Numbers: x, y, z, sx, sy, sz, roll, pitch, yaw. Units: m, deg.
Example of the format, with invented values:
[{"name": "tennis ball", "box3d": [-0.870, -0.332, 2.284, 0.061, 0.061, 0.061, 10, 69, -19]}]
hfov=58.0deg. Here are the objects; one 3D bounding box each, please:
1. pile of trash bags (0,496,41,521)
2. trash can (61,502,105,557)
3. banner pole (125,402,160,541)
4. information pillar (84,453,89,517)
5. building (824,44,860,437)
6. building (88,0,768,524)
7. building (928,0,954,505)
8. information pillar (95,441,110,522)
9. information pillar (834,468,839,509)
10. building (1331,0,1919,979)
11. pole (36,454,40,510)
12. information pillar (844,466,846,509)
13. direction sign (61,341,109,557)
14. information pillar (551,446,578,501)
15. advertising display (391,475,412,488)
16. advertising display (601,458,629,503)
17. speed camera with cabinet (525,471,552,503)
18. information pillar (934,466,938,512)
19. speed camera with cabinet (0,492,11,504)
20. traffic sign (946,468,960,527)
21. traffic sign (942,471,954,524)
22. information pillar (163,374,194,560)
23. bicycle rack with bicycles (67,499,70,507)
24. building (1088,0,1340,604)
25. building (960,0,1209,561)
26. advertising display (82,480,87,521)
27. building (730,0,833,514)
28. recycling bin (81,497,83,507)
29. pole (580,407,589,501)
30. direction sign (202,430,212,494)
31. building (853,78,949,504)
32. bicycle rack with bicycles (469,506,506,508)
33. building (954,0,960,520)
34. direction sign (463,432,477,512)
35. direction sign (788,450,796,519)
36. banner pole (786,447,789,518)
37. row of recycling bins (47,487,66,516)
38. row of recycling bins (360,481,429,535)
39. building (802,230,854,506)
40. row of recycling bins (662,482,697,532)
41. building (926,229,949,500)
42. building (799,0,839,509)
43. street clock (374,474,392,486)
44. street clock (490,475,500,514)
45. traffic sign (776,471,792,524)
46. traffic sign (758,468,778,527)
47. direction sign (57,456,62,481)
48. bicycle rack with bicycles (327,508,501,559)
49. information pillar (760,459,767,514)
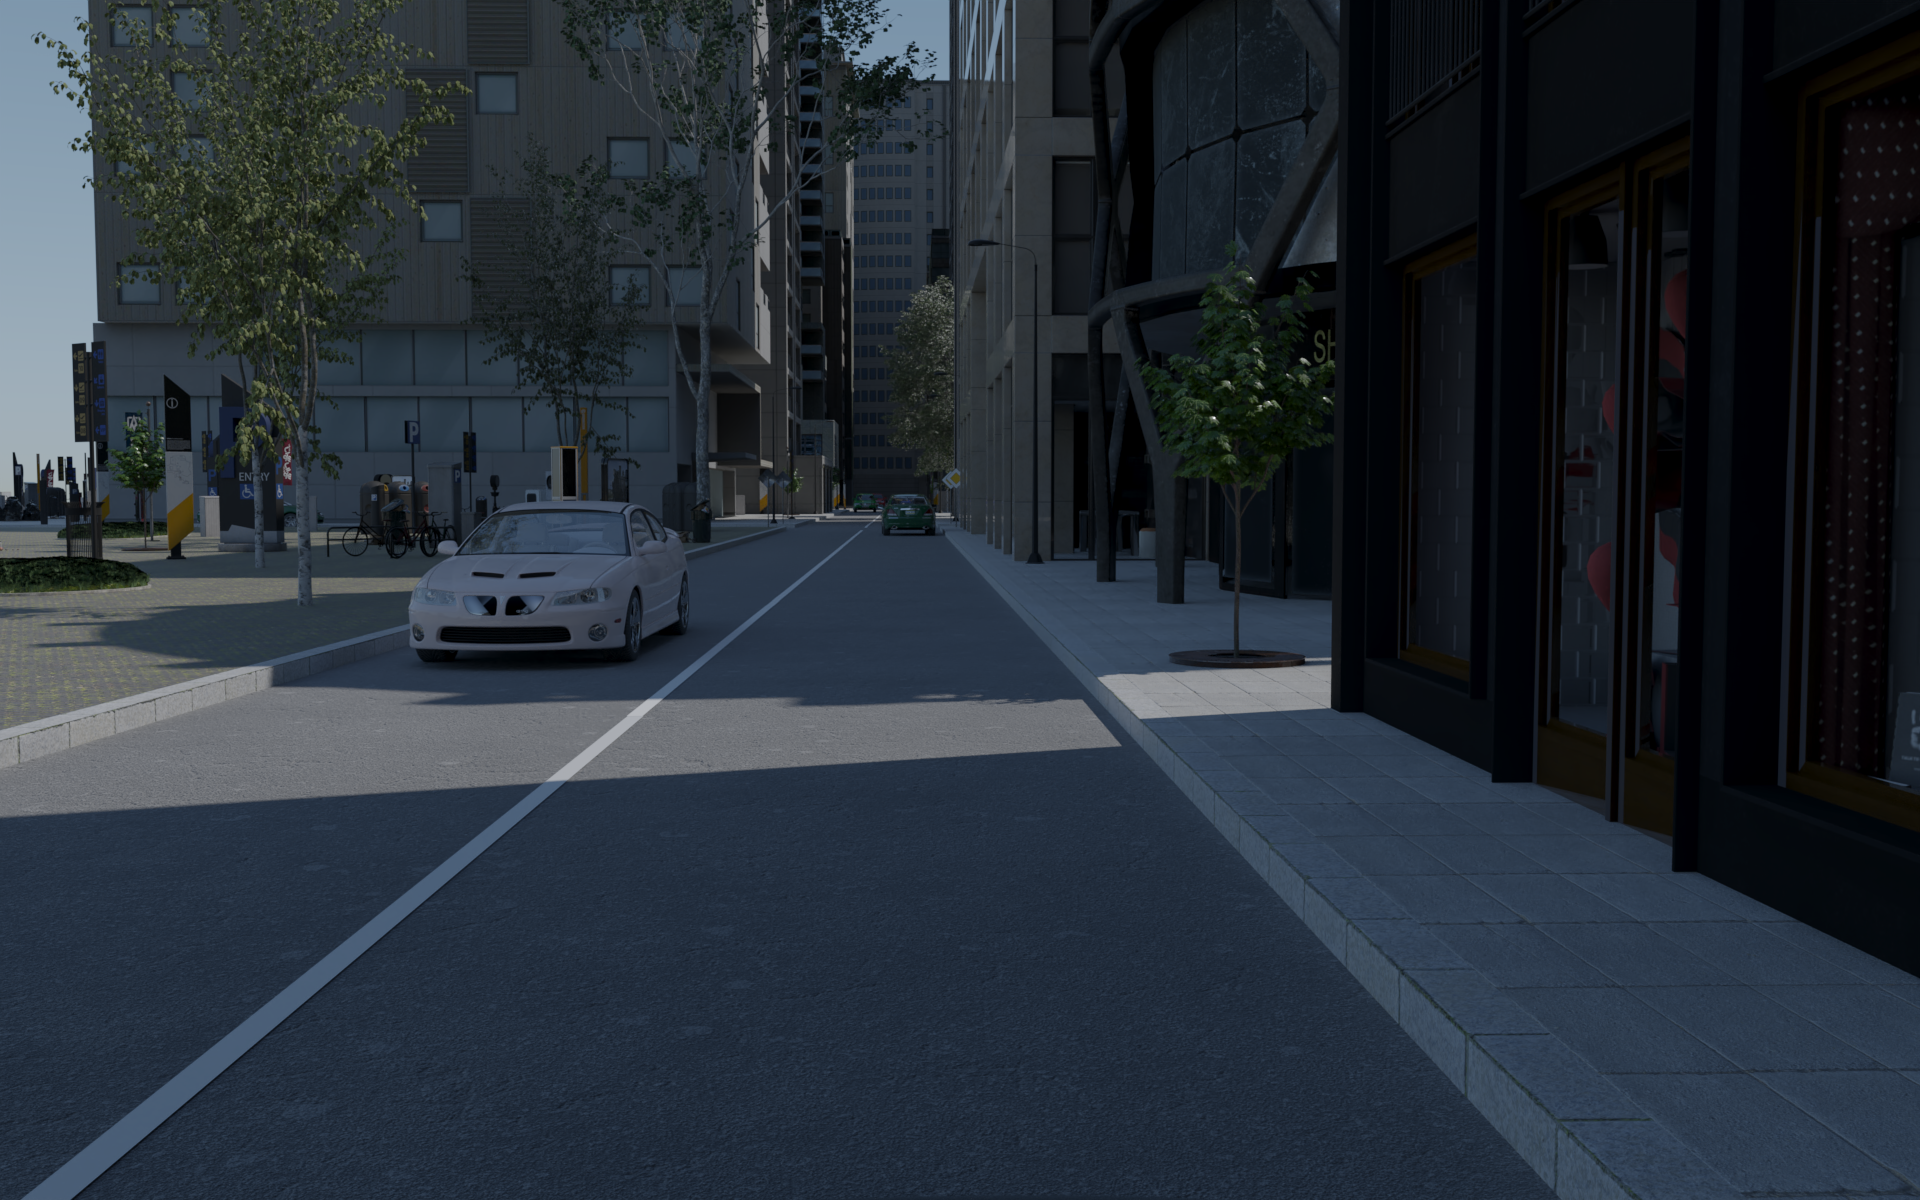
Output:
[{"name": "pile of trash bags", "box3d": [-45.200, -4.386, 81.462, 1.912, 1.369, 3.447, 2, 4, 26]}, {"name": "trash can", "box3d": [-16.340, -1.263, 32.311, 0.748, 1.137, 0.748, 0, 3, 0]}, {"name": "banner pole", "box3d": [-22.113, -3.472, 46.790, 0.401, 3.779, 0.863, 3, 5, 41]}, {"name": "information pillar", "box3d": [-49.501, -6.530, 98.117, 0.183, 3.616, 0.504, -2, 4, -26]}, {"name": "building", "box3d": [-26.235, -37.968, 210.016, 27.495, 52.752, 28.713, 0, 4, -2]}, {"name": "building", "box3d": [-23.828, -30.390, 86.116, 28.713, 52.752, 27.495, 0, 4, -2]}, {"name": "building", "box3d": [7.176, -44.862, 171.749, 20.563, 71.187, 20.611, 0, 4, -2]}, {"name": "information pillar", "box3d": [-31.727, -4.447, 64.065, 0.183, 3.616, 0.504, 2, 4, 24]}, {"name": "information pillar", "box3d": [-10.583, -9.598, 148.284, 0.504, 3.616, 0.183, -1, 4, -11]}, {"name": "building", "box3d": [8.613, -10.538, 1.976, 12.332, 23.373, 15.834, 0, 4, -2]}, {"name": "pole", "box3d": [-46.383, -5.711, 87.220, 0.158, 3.312, 0.155, 0, 3, 0]}, {"name": "information pillar", "box3d": [-9.671, -9.405, 145.133, 0.183, 3.616, 0.504, -1, 4, -13]}, {"name": "direction sign", "box3d": [-12.990, -2.075, 25.925, 0.876, 3.537, 0.379, 2, 4, 34]}, {"name": "information pillar", "box3d": [-6.129, -1.369, 26.879, 0.304, 2.012, 0.304, -3, 5, -41]}, {"name": "advertising display", "box3d": [-18.940, -3.287, 58.960, 0.974, 1.923, 0.123, 2, 4, 26]}, {"name": "advertising display", "box3d": [-6.199, -1.588, 31.176, 0.123, 1.923, 0.974, 1, 4, 12]}, {"name": "speed camera with cabinet", "box3d": [-15.844, -4.401, 66.296, 2.038, 3.252, 0.660, 3, 5, 42]}, {"name": "information pillar", "box3d": [-1.717, -8.044, 122.873, 0.183, 3.616, 0.504, -3, 4, -36]}, {"name": "speed camera with cabinet", "box3d": [-65.739, -7.578, 118.236, 0.660, 3.252, 2.038, 1, 4, 11]}, {"name": "traffic sign", "box3d": [-0.149, -3.873, 66.964, 0.795, 2.450, 0.064, 0, 4, -2]}, {"name": "traffic sign", "box3d": [-0.397, -4.361, 74.945, 0.795, 2.450, 0.064, 0, 4, -2]}, {"name": "information pillar", "box3d": [-15.347, -2.608, 33.997, 0.504, 3.616, 0.183, -2, 4, -32]}, {"name": "bicycle rack with bicycles", "box3d": [-66.269, -7.145, 130.196, 2.852, 0.926, 2.925, -1, 4, -18]}, {"name": "building", "box3d": [10.128, -9.578, 24.050, 16.820, 18.784, 16.811, 0, 4, -2]}, {"name": "building", "box3d": [10.107, -14.986, 49.543, 19.350, 26.468, 34.151, 0, 4, -2]}, {"name": "advertising display", "box3d": [-41.751, -4.736, 82.645, 0.123, 1.923, 0.974, -2, 4, -24]}, {"name": "building", "box3d": [-19.236, -41.557, 117.703, 20.563, 71.187, 20.611, 0, 4, -2]}, {"name": "recycling bin", "box3d": [-67.531, -7.434, 134.094, 0.722, 1.027, 0.722, 0, 3, 0]}, {"name": "pole", "box3d": [-8.860, -2.876, 40.871, 0.158, 3.312, 0.155, 0, 3, 0]}, {"name": "direction sign", "box3d": [-26.907, -4.280, 61.980, 0.379, 3.537, 0.876, -3, 5, -45]}, {"name": "building", "box3d": [-8.355, -42.881, 243.104, 28.212, 58.520, 21.231, 0, 4, -2]}, {"name": "bicycle rack with bicycles", "box3d": [-13.594, -2.290, 50.818, 2.925, 0.926, 2.852, 2, 4, 25]}, {"name": "building", "box3d": [14.038, -33.046, 82.307, 28.212, 58.520, 21.231, 0, 4, -2]}, {"name": "direction sign", "box3d": [-17.885, -4.359, 63.261, 0.379, 3.537, 0.876, 1, 4, 14]}, {"name": "direction sign", "box3d": [-8.694, -5.966, 89.543, 0.379, 3.537, 0.876, -1, 4, -16]}, {"name": "banner pole", "box3d": [-9.080, -6.188, 91.187, 0.401, 3.779, 0.863, 0, 4, -4]}, {"name": "row of recycling bins", "box3d": [-53.109, -5.781, 101.638, 1.069, 1.692, 3.534, -1, 4, -20]}, {"name": "row of recycling bins", "box3d": [-17.797, -2.992, 56.035, 1.069, 1.692, 3.534, 3, 4, 37]}, {"name": "building", "box3d": [-18.835, -25.426, 187.417, 14.160, 30.474, 14.107, 0, 4, -2]}, {"name": "row of recycling bins", "box3d": [-9.575, -3.251, 60.265, 1.069, 1.692, 3.534, -2, 4, -25]}, {"name": "building", "box3d": [3.772, -25.598, 190.222, 14.160, 30.474, 14.107, 0, 4, -2]}, {"name": "building", "box3d": [-22.584, -52.012, 163.068, 22.319, 86.520, 31.000, 0, 4, -2]}, {"name": "street clock", "box3d": [-21.115, -3.583, 63.152, 0.358, 2.002, 0.471, 2, 4, 25]}, {"name": "street clock", "box3d": [-17.722, -3.758, 66.011, 0.358, 2.002, 0.471, 0, 4, 3]}, {"name": "traffic sign", "box3d": [-7.638, -4.349, 74.742, 0.795, 2.450, 0.064, 0, 4, -2]}, {"name": "traffic sign", "box3d": [-7.391, -3.860, 66.761, 0.795, 2.450, 0.064, 0, 4, -2]}, {"name": "direction sign", "box3d": [-53.686, -6.850, 103.987, 0.876, 3.537, 0.379, 0, 4, -2]}, {"name": "bicycle rack with bicycles", "box3d": [-11.500, -1.367, 35.728, 2.852, 0.926, 2.925, 2, 4, 29]}, {"name": "information pillar", "box3d": [-12.434, -7.221, 109.418, 0.504, 3.616, 0.183, -1, 4, -9]}]
